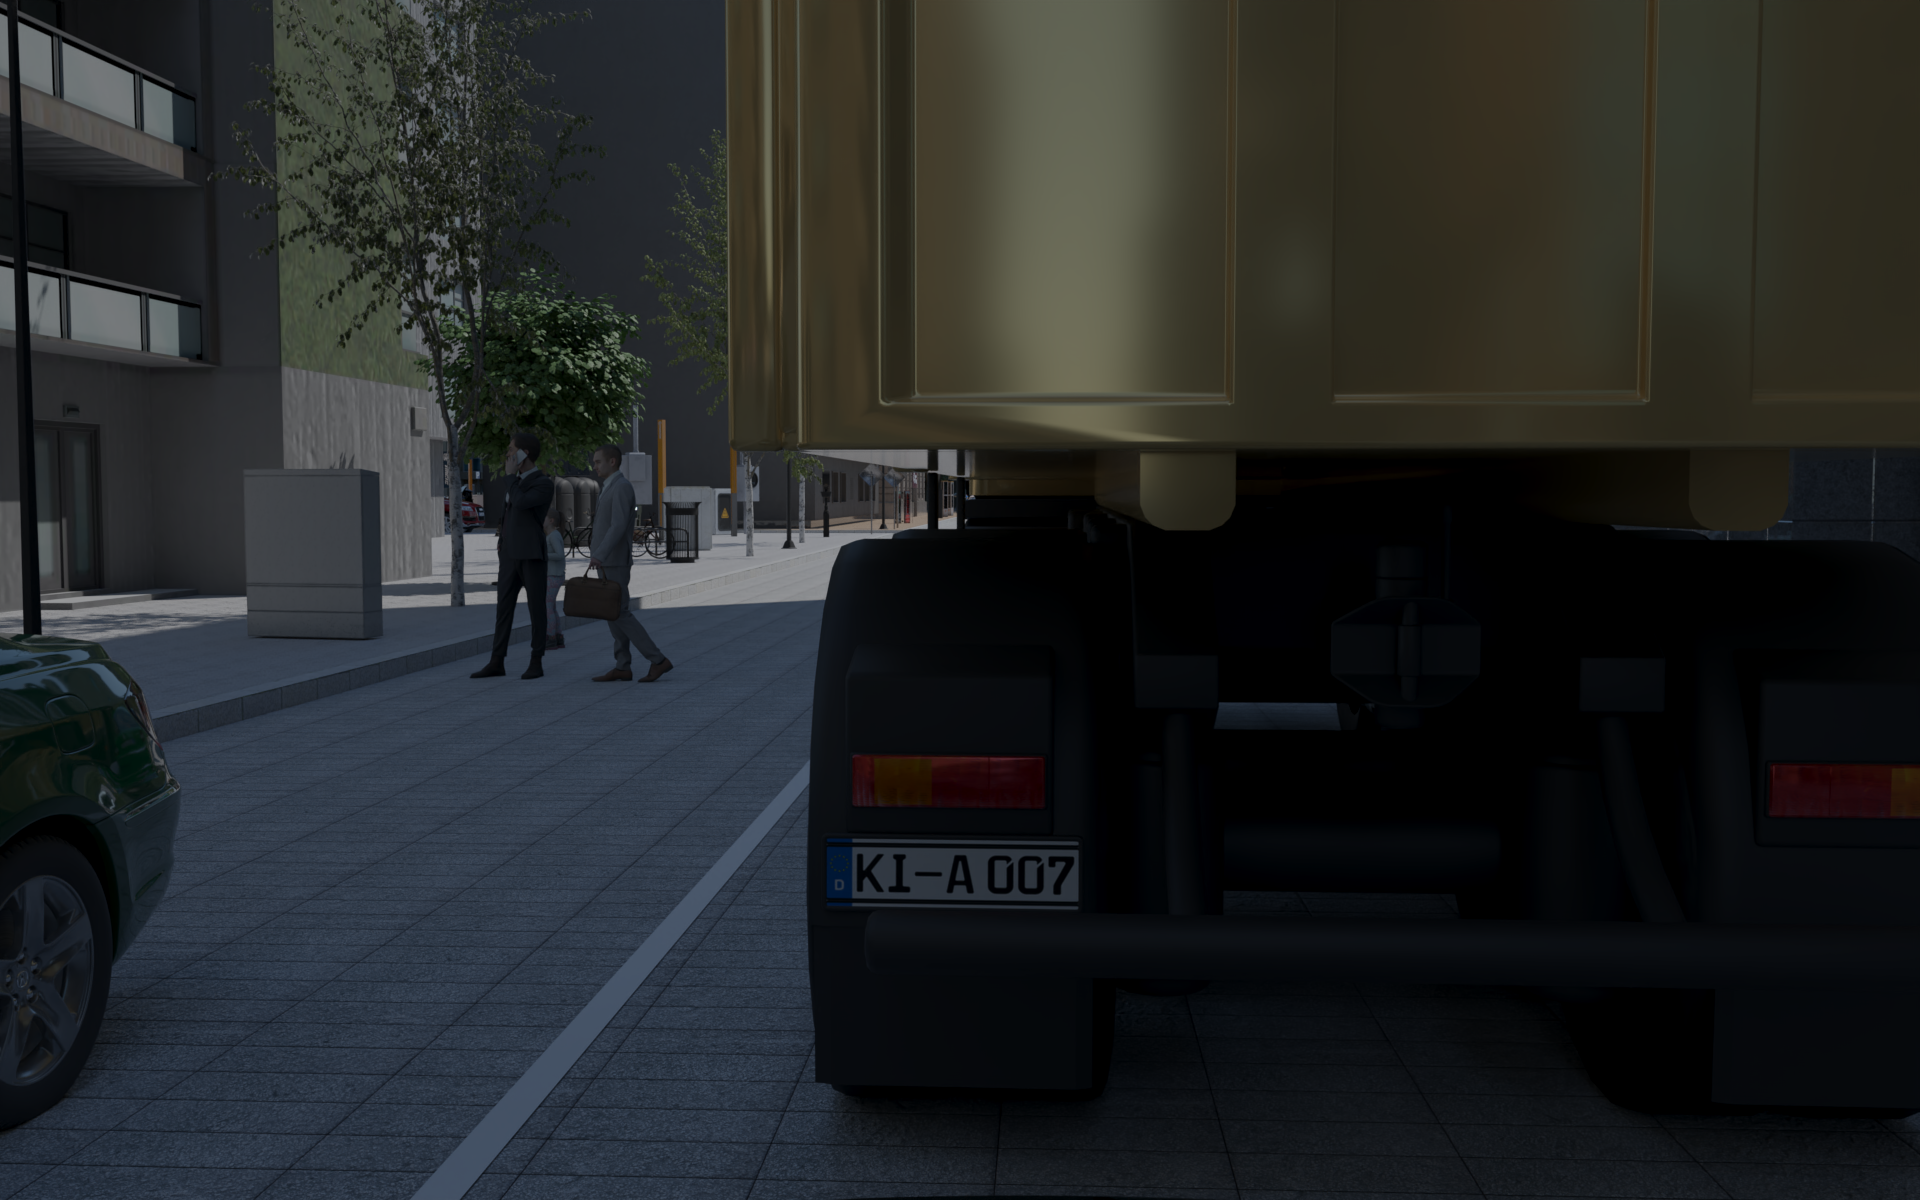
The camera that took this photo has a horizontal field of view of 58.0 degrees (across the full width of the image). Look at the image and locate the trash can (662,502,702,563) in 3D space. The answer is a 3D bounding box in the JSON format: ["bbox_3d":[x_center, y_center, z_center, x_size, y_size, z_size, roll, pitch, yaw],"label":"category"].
[{"bbox_3d":[-5.190,-1.267,32.361,0.748,1.137,0.748,0,3,0],"label":"trash can"}]

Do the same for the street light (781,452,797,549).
[{"bbox_3d":[-3.474,-4.154,40.452,1.470,5.913,1.316,0,4,3],"label":"street light"}]

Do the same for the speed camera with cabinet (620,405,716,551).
[{"bbox_3d":[-6.672,-2.739,39.124,2.038,3.252,0.660,-1,4,-23],"label":"speed camera with cabinet"}]

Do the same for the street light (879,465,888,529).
[{"bbox_3d":[-2.247,-5.523,62.842,1.470,5.913,1.316,0,4,3],"label":"street light"}]

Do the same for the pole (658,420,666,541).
[{"bbox_3d":[-8.196,-3.291,47.650,0.158,3.312,0.155,0,3,0],"label":"pole"}]

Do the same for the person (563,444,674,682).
[{"bbox_3d":[-2.639,-0.280,13.202,0.853,1.813,0.709,-2,4,-24],"label":"person"}]

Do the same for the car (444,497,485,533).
[{"bbox_3d":[-18.991,-3.102,59.398,5.304,1.827,2.281,0,4,2],"label":"car"}]

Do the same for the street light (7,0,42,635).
[{"bbox_3d":[-5.066,-2.308,10.282,1.470,5.913,1.316,0,4,3],"label":"street light"}]

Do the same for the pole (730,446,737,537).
[{"bbox_3d":[-6.825,-3.570,52.221,0.158,3.312,0.155,0,3,0],"label":"pole"}]

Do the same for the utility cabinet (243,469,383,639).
[{"bbox_3d":[-5.736,-0.410,15.382,1.173,1.500,0.318,1,4,14],"label":"utility cabinet"}]

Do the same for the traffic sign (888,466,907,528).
[{"bbox_3d":[-2.363,-3.995,65.431,0.768,2.556,0.104,1,4,12],"label":"traffic sign"}]

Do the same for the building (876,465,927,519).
[{"bbox_3d":[-7.231,-14.230,97.295,10.561,19.102,19.286,0,4,3],"label":"building"}]

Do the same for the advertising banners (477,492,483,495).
[{"bbox_3d":[-37.084,-8.485,134.918,2.074,3.025,0.090,3,5,44],"label":"advertising banners"}]

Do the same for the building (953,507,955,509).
[{"bbox_3d":[-9.993,-30.471,152.817,22.147,44.769,28.867,0,4,3],"label":"building"}]

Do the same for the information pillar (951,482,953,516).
[{"bbox_3d":[-0.586,-5.977,102.221,0.304,2.012,0.304,2,4,27],"label":"information pillar"}]

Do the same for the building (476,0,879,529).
[{"bbox_3d":[-10.220,-17.250,75.547,14.314,27.812,24.014,0,4,3],"label":"building"}]

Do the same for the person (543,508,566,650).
[{"bbox_3d":[-3.790,-0.197,15.995,0.394,1.301,0.425,-3,5,-42],"label":"person"}]

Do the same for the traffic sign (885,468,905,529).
[{"bbox_3d":[-2.389,-3.632,63.032,0.795,2.450,0.064,0,4,3],"label":"traffic sign"}]

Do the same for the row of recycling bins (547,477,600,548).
[{"bbox_3d":[-9.589,-2.118,41.746,1.069,1.692,3.534,1,4,11],"label":"row of recycling bins"}]

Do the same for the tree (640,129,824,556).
[{"bbox_3d":[-4.333,-5.188,35.180,4.737,8.622,4.395,0,3,0],"label":"tree"}]

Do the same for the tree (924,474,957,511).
[{"bbox_3d":[-0.076,-13.169,132.317,9.611,12.733,9.660,0,3,0],"label":"tree"}]

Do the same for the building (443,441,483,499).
[{"bbox_3d":[-53.128,-35.558,205.075,21.600,48.544,21.300,0,4,3],"label":"building"}]

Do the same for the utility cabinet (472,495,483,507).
[{"bbox_3d":[-33.020,-6.605,119.145,1.020,1.237,0.306,0,4,4],"label":"utility cabinet"}]

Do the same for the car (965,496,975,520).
[{"bbox_3d":[1.204,-5.303,99.070,2.083,1.381,4.827,0,4,2],"label":"car"}]

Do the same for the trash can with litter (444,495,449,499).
[{"bbox_3d":[-26.170,-4.664,87.318,2.233,1.210,1.678,2,4,28],"label":"trash can with litter"}]

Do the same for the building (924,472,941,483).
[{"bbox_3d":[-9.665,-15.241,116.635,16.820,18.784,16.811,0,4,3],"label":"building"}]

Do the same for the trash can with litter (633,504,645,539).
[{"bbox_3d":[-8.981,-2.221,47.698,0.624,1.170,1.055,-3,5,-43],"label":"trash can with litter"}]

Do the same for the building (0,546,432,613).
[{"bbox_3d":[-15.609,-20.534,19.331,14.154,41.232,14.086,0,4,3],"label":"building"}]

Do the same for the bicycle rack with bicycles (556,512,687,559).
[{"bbox_3d":[-6.790,-1.297,34.581,2.925,0.926,2.852,-2,4,-29],"label":"bicycle rack with bicycles"}]

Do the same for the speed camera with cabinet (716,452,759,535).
[{"bbox_3d":[-7.227,-3.689,54.650,0.660,3.252,2.038,3,4,36],"label":"speed camera with cabinet"}]

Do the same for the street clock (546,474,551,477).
[{"bbox_3d":[-14.871,-3.563,62.826,0.358,2.002,0.471,2,4,33],"label":"street clock"}]

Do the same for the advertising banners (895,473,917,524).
[{"bbox_3d":[-2.326,-4.853,75.541,0.090,3.025,2.074,2,4,29],"label":"advertising banners"}]

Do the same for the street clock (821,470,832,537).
[{"bbox_3d":[-3.977,-2.868,51.461,0.358,2.002,0.471,0,4,-4],"label":"street clock"}]

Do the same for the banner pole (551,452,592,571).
[{"bbox_3d":[-6.561,-2.376,28.857,0.863,3.779,0.401,0,4,5],"label":"banner pole"}]

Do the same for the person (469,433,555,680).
[{"bbox_3d":[-3.442,-0.341,13.443,0.648,1.900,0.474,2,4,34],"label":"person"}]

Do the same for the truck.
[{"bbox_3d":[1.167,-0.719,7.674,3.469,3.379,9.791,0,4,4],"label":"truck"}]

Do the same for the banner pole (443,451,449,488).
[{"bbox_3d":[-26.352,-6.071,89.279,0.401,3.779,0.863,2,4,26],"label":"banner pole"}]

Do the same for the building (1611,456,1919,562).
[{"bbox_3d":[11.725,-12.337,19.727,12.078,24.808,19.932,0,4,3],"label":"building"}]

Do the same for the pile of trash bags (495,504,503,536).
[{"bbox_3d":[-12.658,-2.678,53.542,1.912,1.369,3.447,2,4,26],"label":"pile of trash bags"}]

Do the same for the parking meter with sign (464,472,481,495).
[{"bbox_3d":[-37.796,-8.387,133.383,0.543,3.016,1.738,3,5,42],"label":"parking meter with sign"}]

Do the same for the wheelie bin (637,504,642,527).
[{"bbox_3d":[-9.891,-2.689,51.880,0.693,1.594,0.980,1,4,12],"label":"wheelie bin"}]

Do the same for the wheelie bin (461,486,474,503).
[{"bbox_3d":[-20.530,-3.905,71.762,0.693,1.594,0.980,-2,4,-29],"label":"wheelie bin"}]

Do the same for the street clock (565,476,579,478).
[{"bbox_3d":[-12.543,-3.148,56.034,0.358,2.002,0.471,1,4,18],"label":"street clock"}]

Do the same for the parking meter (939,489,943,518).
[{"bbox_3d":[-1.094,-5.078,91.440,0.372,1.533,0.369,0,3,0],"label":"parking meter"}]

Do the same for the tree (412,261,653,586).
[{"bbox_3d":[-6.010,-2.496,24.531,4.285,4.588,4.351,0,3,0],"label":"tree"}]

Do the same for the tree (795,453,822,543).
[{"bbox_3d":[-3.917,-5.805,45.282,4.360,8.622,3.978,0,3,0],"label":"tree"}]

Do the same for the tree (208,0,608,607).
[{"bbox_3d":[-5.814,-4.218,19.323,4.360,8.622,3.978,0,3,0],"label":"tree"}]

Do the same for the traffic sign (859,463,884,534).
[{"bbox_3d":[-2.810,-3.145,55.058,0.795,2.450,0.064,0,4,3],"label":"traffic sign"}]

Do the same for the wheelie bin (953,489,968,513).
[{"bbox_3d":[0.044,-6.575,115.406,0.980,1.594,0.693,0,4,-1],"label":"wheelie bin"}]

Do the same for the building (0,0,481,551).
[{"bbox_3d":[-21.524,-22.264,47.606,14.086,41.232,14.154,0,4,3],"label":"building"}]

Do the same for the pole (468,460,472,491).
[{"bbox_3d":[-29.008,-6.653,102.621,0.158,3.312,0.155,0,3,0],"label":"pole"}]

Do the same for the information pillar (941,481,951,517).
[{"bbox_3d":[-0.861,-5.647,96.812,0.304,2.012,0.304,-2,4,-25],"label":"information pillar"}]

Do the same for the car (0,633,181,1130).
[{"bbox_3d":[-3.083,0.559,2.656,2.131,1.459,4.920,0,4,3],"label":"car"}]
